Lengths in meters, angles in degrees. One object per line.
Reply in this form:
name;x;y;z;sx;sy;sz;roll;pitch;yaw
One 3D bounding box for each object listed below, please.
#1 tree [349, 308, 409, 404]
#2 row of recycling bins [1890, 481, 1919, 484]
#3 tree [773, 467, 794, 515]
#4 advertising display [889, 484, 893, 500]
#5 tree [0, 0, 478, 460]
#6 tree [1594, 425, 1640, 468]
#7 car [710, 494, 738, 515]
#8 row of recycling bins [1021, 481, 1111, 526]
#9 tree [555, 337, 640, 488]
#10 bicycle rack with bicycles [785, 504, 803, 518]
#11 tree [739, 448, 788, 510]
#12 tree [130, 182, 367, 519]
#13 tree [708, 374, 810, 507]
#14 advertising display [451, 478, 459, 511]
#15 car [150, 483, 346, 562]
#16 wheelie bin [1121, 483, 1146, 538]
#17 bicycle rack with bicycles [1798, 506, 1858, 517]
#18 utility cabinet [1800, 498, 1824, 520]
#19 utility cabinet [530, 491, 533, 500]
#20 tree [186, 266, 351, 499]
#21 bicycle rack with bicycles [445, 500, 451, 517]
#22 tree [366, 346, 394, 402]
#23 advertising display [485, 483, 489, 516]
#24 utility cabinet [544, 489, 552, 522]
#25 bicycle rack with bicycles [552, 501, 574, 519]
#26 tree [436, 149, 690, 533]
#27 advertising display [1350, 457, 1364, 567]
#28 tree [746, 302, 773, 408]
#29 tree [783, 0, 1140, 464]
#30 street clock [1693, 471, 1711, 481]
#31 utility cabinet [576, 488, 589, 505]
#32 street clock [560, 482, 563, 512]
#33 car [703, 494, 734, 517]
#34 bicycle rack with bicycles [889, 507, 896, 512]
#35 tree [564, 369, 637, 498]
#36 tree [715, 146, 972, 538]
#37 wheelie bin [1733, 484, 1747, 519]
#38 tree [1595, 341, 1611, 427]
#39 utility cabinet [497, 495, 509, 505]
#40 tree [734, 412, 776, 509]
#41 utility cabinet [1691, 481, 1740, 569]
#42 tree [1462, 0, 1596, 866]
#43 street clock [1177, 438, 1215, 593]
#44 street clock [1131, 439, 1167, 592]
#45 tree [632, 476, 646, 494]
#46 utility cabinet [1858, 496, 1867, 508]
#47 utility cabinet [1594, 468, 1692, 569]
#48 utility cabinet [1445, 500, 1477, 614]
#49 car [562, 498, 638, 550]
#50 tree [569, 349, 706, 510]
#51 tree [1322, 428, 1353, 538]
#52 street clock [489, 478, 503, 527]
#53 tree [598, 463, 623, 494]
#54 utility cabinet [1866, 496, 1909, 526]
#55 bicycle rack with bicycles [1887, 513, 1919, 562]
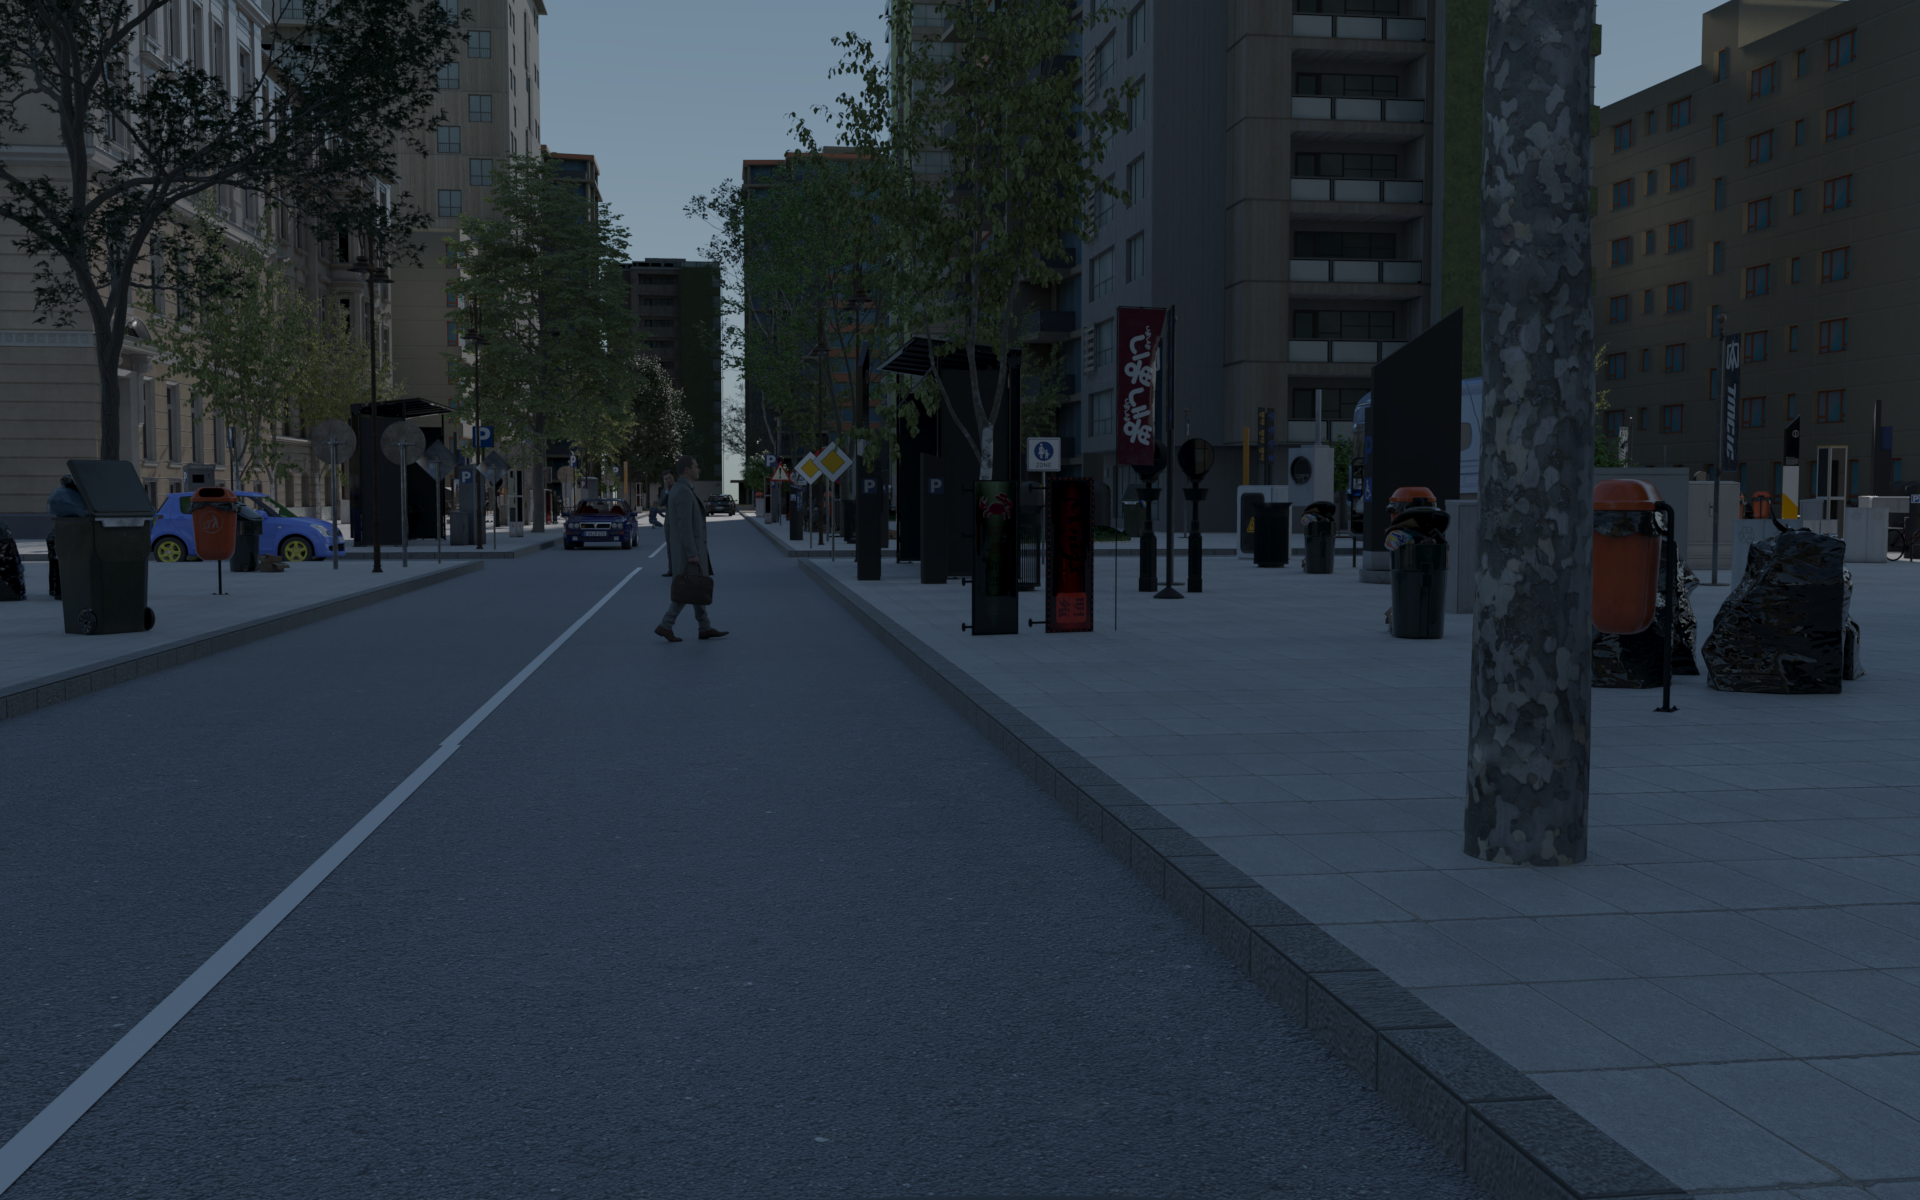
tree;-23.100;-7.104;66.520;4.360;8.622;3.978;0;3;0
row of recycling bins;29.125;-2.769;52.389;1.069;1.692;3.534;0;4;-1
tree;-11.336;-6.939;108.050;1.663;3.219;1.824;0;3;0
advertising display;-4.828;-6.676;114.368;0.974;1.923;0.123;3;5;43
tree;-8.721;-5.119;18.115;8.767;10.594;7.601;1;4;18
tree;17.872;-3.304;48.614;1.663;3.219;1.824;0;3;0
car;-16.217;-6.647;118.471;2.009;1.686;4.222;0;4;-8
row of recycling bins;3.340;-2.975;55.752;3.534;1.692;1.069;-2;4;-35
tree;-17.506;-8.052;82.018;4.360;8.622;3.978;0;3;0
bicycle rack with bicycles;-8.327;-4.849;92.655;2.852;0.926;2.925;2;4;30
tree;-13.970;-8.629;124.796;4.285;4.588;4.351;0;3;0
tree;-16.965;-5.507;40.400;4.737;8.622;4.395;0;3;0
tree;-19.761;-15.773;168.263;12.009;13.543;11.850;0;3;0
advertising display;-20.920;-4.082;71.946;0.123;1.923;0.974;0;4;2
car;-14.337;-1.546;34.869;3.694;1.707;1.945;-1;4;-9
wheelie bin;5.208;-2.654;51.296;0.980;1.594;0.693;3;5;41
bicycle rack with bicycles;26.846;-2.463;53.657;2.852;0.926;2.925;1;4;10
utility cabinet;12.317;-0.853;25.105;0.306;1.237;1.020;2;4;25
utility cabinet;-27.912;-6.314;111.907;1.173;1.500;0.318;-1;4;-19
tree;-22.019;-6.377;54.626;4.360;8.622;3.978;0;3;0
bicycle rack with bicycles;-28.162;-5.037;95.733;2.925;0.926;2.852;1;4;22
tree;-22.605;-6.794;61.438;4.737;8.622;4.395;0;3;0
advertising display;-27.620;-5.825;100.451;0.123;1.923;0.974;1;4;14
utility cabinet;-18.650;-4.229;77.820;0.318;1.500;1.173;0;4;5
bicycle rack with bicycles;-20.833;-4.672;89.766;2.852;0.926;2.925;-3;4;-37
tree;-13.774;-8.535;57.668;7.486;12.596;7.792;0;3;0
advertising display;7.253;-1.516;29.999;0.974;1.923;0.123;2;4;34
tree;-5.741;-6.863;62.573;4.737;8.622;4.395;0;3;0
tree;0.199;-4.200;19.040;4.737;8.622;4.395;0;3;0
street clock;23.461;-3.073;54.809;0.471;2.002;0.358;0;4;0
utility cabinet;-14.768;-3.614;67.761;0.318;1.500;1.173;-1;4;-22
street clock;-24.198;-6.170;105.455;0.358;2.002;0.471;-1;4;-12
car;-15.580;-6.248;111.949;2.009;1.686;4.222;-1;4;-8
bicycle rack with bicycles;-2.419;-4.714;90.461;2.925;0.926;2.852;1;4;19
tree;-19.765;-8.925;96.280;4.737;8.622;4.395;0;3;0
tree;-3.339;-7.668;51.129;9.928;11.665;9.643;0;3;0
wheelie bin;22.282;-2.571;49.937;0.693;1.594;0.980;1;4;18
tree;22.700;-7.116;66.714;4.360;8.622;3.978;0;3;0
utility cabinet;-24.970;-5.116;94.812;1.020;1.237;0.306;1;4;13
tree;-17.996;-12.318;151.765;4.360;8.622;3.978;0;3;0
utility cabinet;12.561;-1.264;29.345;1.173;1.500;0.318;0;4;-3
tree;2.673;-9.235;6.885;12.611;20.169;13.585;0;3;0
street clock;3.067;-1.101;22.564;0.471;2.002;0.358;0;4;5
street clock;2.474;-1.110;22.719;0.471;2.002;0.358;2;4;33
tree;-28.571;-9.905;156.541;1.663;3.219;1.824;0;3;0
utility cabinet;24.675;-2.180;46.804;0.306;1.237;1.020;0;3;0
utility cabinet;5.511;-0.366;14.667;1.173;1.500;0.318;0;4;-4
utility cabinet;5.773;-0.464;18.749;1.020;1.237;0.306;-1;4;-16
car;-9.482;-2.034;45.842;1.945;1.354;3.894;0;4;-7
tree;-25.496;-13.449;136.903;9.611;12.733;9.660;0;3;0
tree;10.963;-3.423;50.571;1.663;3.219;1.824;0;3;0
street clock;-17.855;-3.799;66.689;0.358;2.002;0.471;3;5;45
tree;-21.669;-6.819;106.091;1.663;3.219;1.824;0;3;0
utility cabinet;23.777;-2.021;44.199;1.020;1.237;0.306;1;4;11
bicycle rack with bicycles;18.961;-1.136;31.961;2.852;0.926;2.925;0;4;-7
